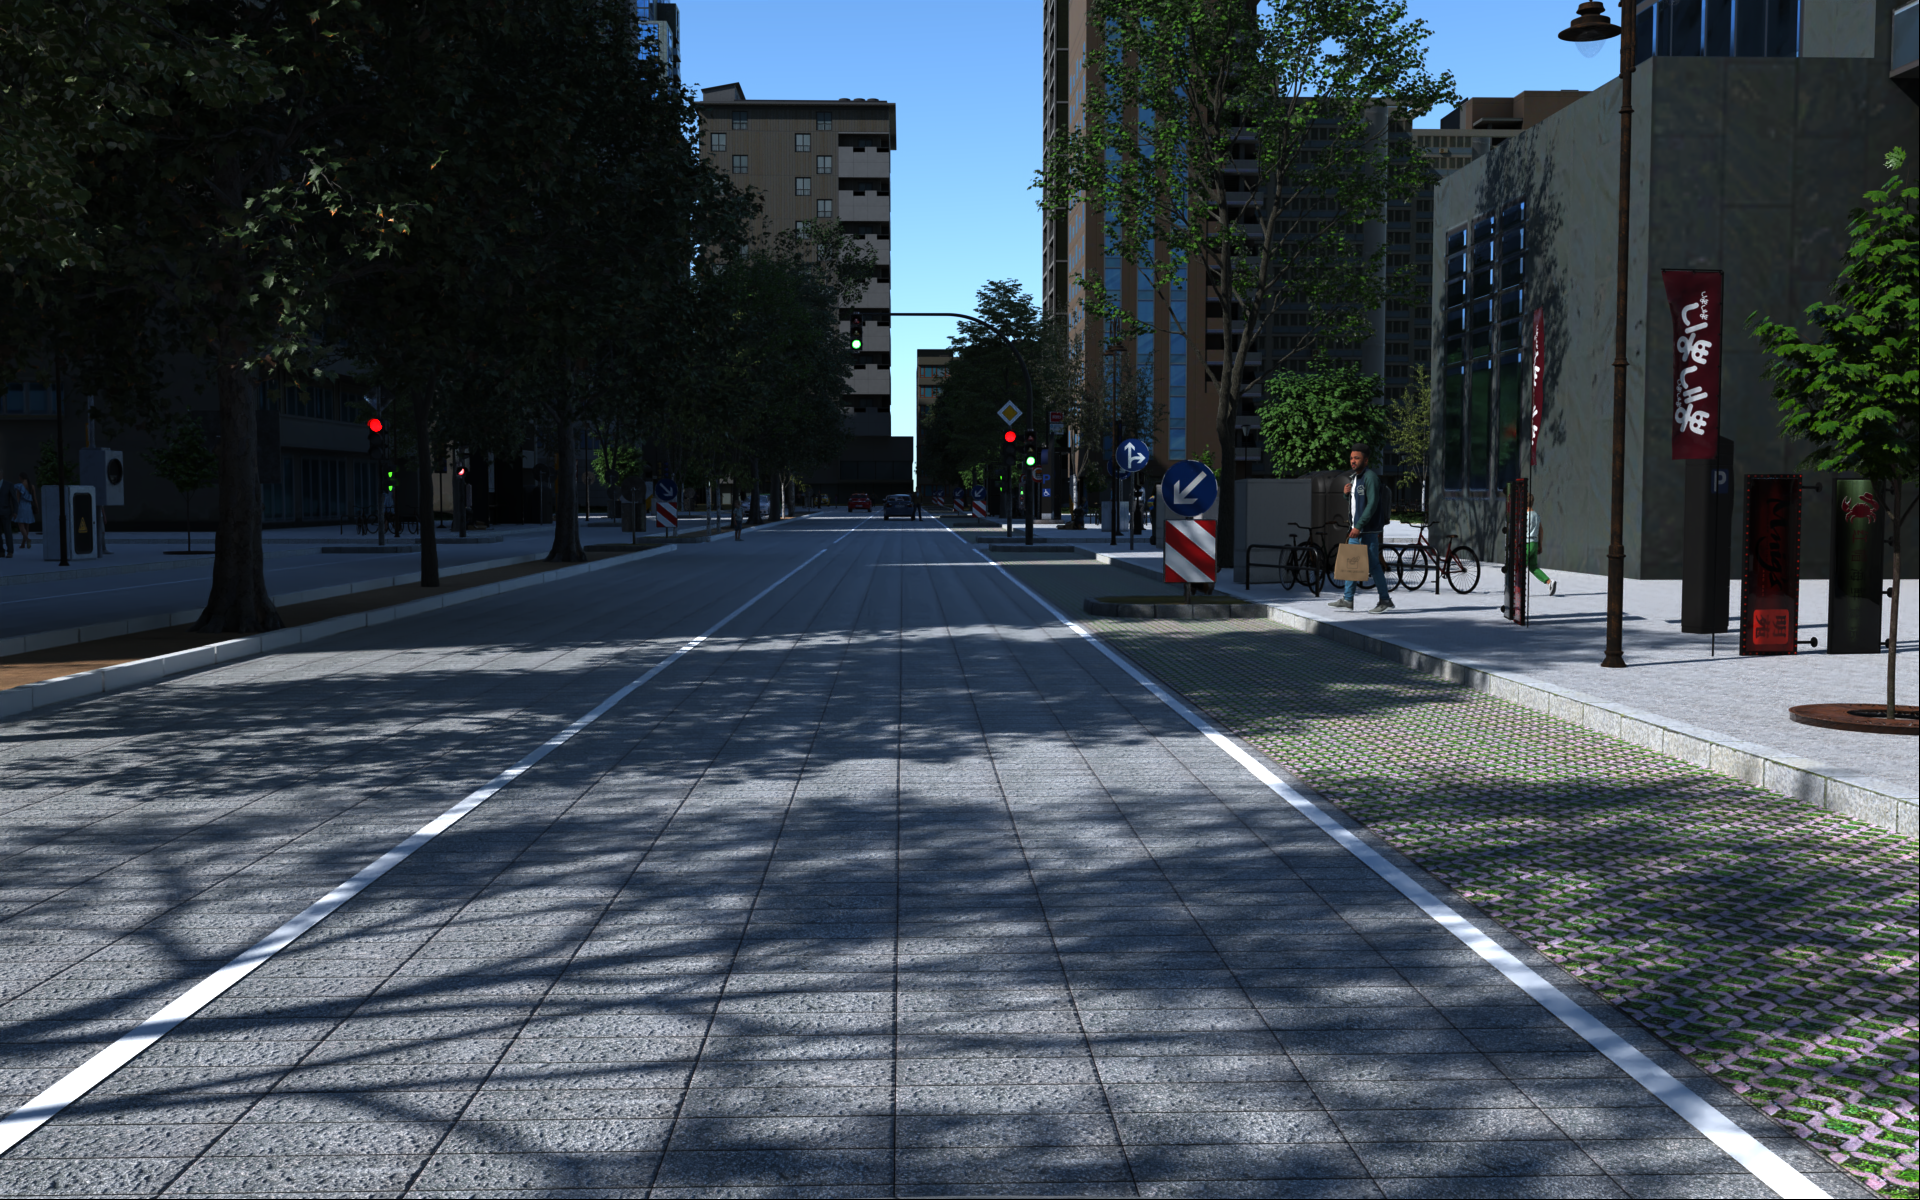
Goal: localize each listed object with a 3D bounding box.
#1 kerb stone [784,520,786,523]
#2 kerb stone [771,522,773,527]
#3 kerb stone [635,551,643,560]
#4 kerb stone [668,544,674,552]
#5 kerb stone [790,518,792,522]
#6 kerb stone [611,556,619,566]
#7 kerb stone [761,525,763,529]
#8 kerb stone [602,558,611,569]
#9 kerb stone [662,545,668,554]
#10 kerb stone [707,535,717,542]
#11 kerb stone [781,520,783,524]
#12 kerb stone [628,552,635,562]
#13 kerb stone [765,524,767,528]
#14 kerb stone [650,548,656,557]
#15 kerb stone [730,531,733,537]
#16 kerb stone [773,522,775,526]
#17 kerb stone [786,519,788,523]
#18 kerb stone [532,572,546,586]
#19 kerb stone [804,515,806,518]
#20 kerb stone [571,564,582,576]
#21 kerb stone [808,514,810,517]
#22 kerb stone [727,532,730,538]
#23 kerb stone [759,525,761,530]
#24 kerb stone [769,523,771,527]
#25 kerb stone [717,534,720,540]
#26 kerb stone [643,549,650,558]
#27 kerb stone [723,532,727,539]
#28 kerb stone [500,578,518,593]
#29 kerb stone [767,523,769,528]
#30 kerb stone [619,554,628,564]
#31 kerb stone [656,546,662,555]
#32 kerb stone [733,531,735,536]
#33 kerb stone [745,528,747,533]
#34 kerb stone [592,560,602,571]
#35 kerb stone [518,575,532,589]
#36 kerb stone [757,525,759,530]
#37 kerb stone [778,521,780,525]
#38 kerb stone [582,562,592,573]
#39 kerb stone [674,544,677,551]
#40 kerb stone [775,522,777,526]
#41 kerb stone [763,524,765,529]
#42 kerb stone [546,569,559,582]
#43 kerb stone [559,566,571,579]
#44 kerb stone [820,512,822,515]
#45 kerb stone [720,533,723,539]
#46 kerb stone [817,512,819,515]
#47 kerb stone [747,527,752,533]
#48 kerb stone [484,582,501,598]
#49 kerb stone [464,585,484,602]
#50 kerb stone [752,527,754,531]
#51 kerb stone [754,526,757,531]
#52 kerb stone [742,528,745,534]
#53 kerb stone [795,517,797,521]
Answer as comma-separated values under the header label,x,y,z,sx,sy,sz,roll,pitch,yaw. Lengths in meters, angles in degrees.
label,x,y,z,sx,sy,sz,roll,pitch,yaw
kerb stone,-8.589,-3.736,83.296,0.120,0.150,1.000,0,4,-2
kerb stone,-8.319,-3.236,75.104,0.120,0.150,1.000,0,4,-2
kerb stone,-7.083,-0.943,37.617,0.120,0.150,1.000,0,4,-2
kerb stone,-7.254,-1.256,42.733,0.120,0.150,1.000,0,4,-2
kerb stone,-8.718,-3.988,87.395,0.120,0.150,1.000,0,4,-2
kerb stone,-6.988,-0.754,34.543,0.120,0.150,1.000,0,4,-2
kerb stone,-8.147,-2.918,69.977,0.120,0.150,1.000,0,4,-2
kerb stone,-6.947,-0.693,33.522,0.120,0.150,1.000,0,4,-2
kerb stone,-7.219,-1.194,41.712,0.120,0.150,1.000,0,4,-2
kerb stone,-7.569,-1.852,52.528,0.120,0.150,1.000,0,4,-2
kerb stone,-8.521,-3.607,81.249,0.120,0.150,1.000,0,4,-2
kerb stone,-7.056,-0.881,36.595,0.120,0.150,1.000,0,4,-2
kerb stone,-8.216,-3.047,72.021,0.120,0.150,1.000,0,4,-2
kerb stone,-7.149,-1.068,39.660,0.120,0.150,1.000,0,4,-2
kerb stone,-7.741,-2.168,57.650,0.120,0.150,1.000,0,4,-2
kerb stone,-8.347,-3.299,76.126,0.120,0.150,1.000,0,4,-2
kerb stone,-8.614,-3.800,84.324,0.120,0.150,1.000,0,4,-2
kerb stone,-6.753,-0.317,27.384,0.120,0.150,1.000,0,4,-2
kerb stone,-9.125,-4.734,99.682,0.120,0.150,1.000,0,4,-2
kerb stone,-6.849,-0.505,30.451,0.120,0.150,1.000,0,4,-2
kerb stone,-9.293,-5.044,104.820,0.120,0.150,1.000,0,4,-2
kerb stone,-7.703,-2.102,56.629,0.120,0.150,1.000,0,4,-2
kerb stone,-8.114,-2.858,68.956,0.120,0.150,1.000,0,4,-2
kerb stone,-8.281,-3.173,74.078,0.120,0.150,1.000,0,4,-2
kerb stone,-7.605,-1.918,53.555,0.120,0.150,1.000,0,4,-2
kerb stone,-7.116,-1.006,38.638,0.120,0.150,1.000,0,4,-2
kerb stone,-7.674,-2.043,55.601,0.120,0.150,1.000,0,4,-2
kerb stone,-6.682,-0.192,25.342,0.120,0.150,1.000,0,4,-2
kerb stone,-8.248,-3.103,73.046,0.120,0.150,1.000,0,4,-2
kerb stone,-7.020,-0.814,35.572,0.120,0.150,1.000,0,4,-2
kerb stone,-7.183,-1.131,40.685,0.120,0.150,1.000,0,4,-2
kerb stone,-7.779,-2.232,58.685,0.120,0.150,1.000,0,4,-2
kerb stone,-7.912,-2.482,62.774,0.120,0.150,1.000,0,4,-2
kerb stone,-6.913,-0.630,32.501,0.120,0.150,1.000,0,4,-2
kerb stone,-6.716,-0.255,26.363,0.120,0.150,1.000,0,4,-2
kerb stone,-8.078,-2.796,67.914,0.120,0.150,1.000,0,4,-2
kerb stone,-8.444,-3.487,79.205,0.120,0.150,1.000,0,4,-2
kerb stone,-6.886,-0.567,31.475,0.120,0.150,1.000,0,4,-2
kerb stone,-7.284,-1.319,43.766,0.120,0.150,1.000,0,4,-2
kerb stone,-8.378,-3.361,77.149,0.120,0.150,1.000,0,4,-2
kerb stone,-8.183,-2.985,70.999,0.120,0.150,1.000,0,4,-2
kerb stone,-6.781,-0.380,28.408,0.120,0.150,1.000,0,4,-2
kerb stone,-6.809,-0.439,29.430,0.120,0.150,1.000,0,4,-2
kerb stone,-9.760,-5.926,119.147,0.120,0.150,1.000,0,4,-2
kerb stone,-7.646,-1.980,54.576,0.120,0.150,1.000,0,4,-2
kerb stone,-9.634,-5.679,115.053,0.120,0.150,1.000,0,4,-2
kerb stone,-7.985,-2.607,64.826,0.120,0.150,1.000,0,4,-2
kerb stone,-6.653,-0.129,24.313,0.120,0.150,1.000,0,4,-2
kerb stone,-6.618,-0.067,23.291,0.120,0.150,1.000,0,4,-2
kerb stone,-8.013,-2.670,65.853,0.120,0.150,1.000,0,4,-2
kerb stone,-8.050,-2.731,66.877,0.120,0.150,1.000,0,4,-2
kerb stone,-7.873,-2.419,61.751,0.120,0.150,1.000,0,4,-2
kerb stone,-8.857,-4.238,91.489,0.120,0.150,1.000,0,4,-2
